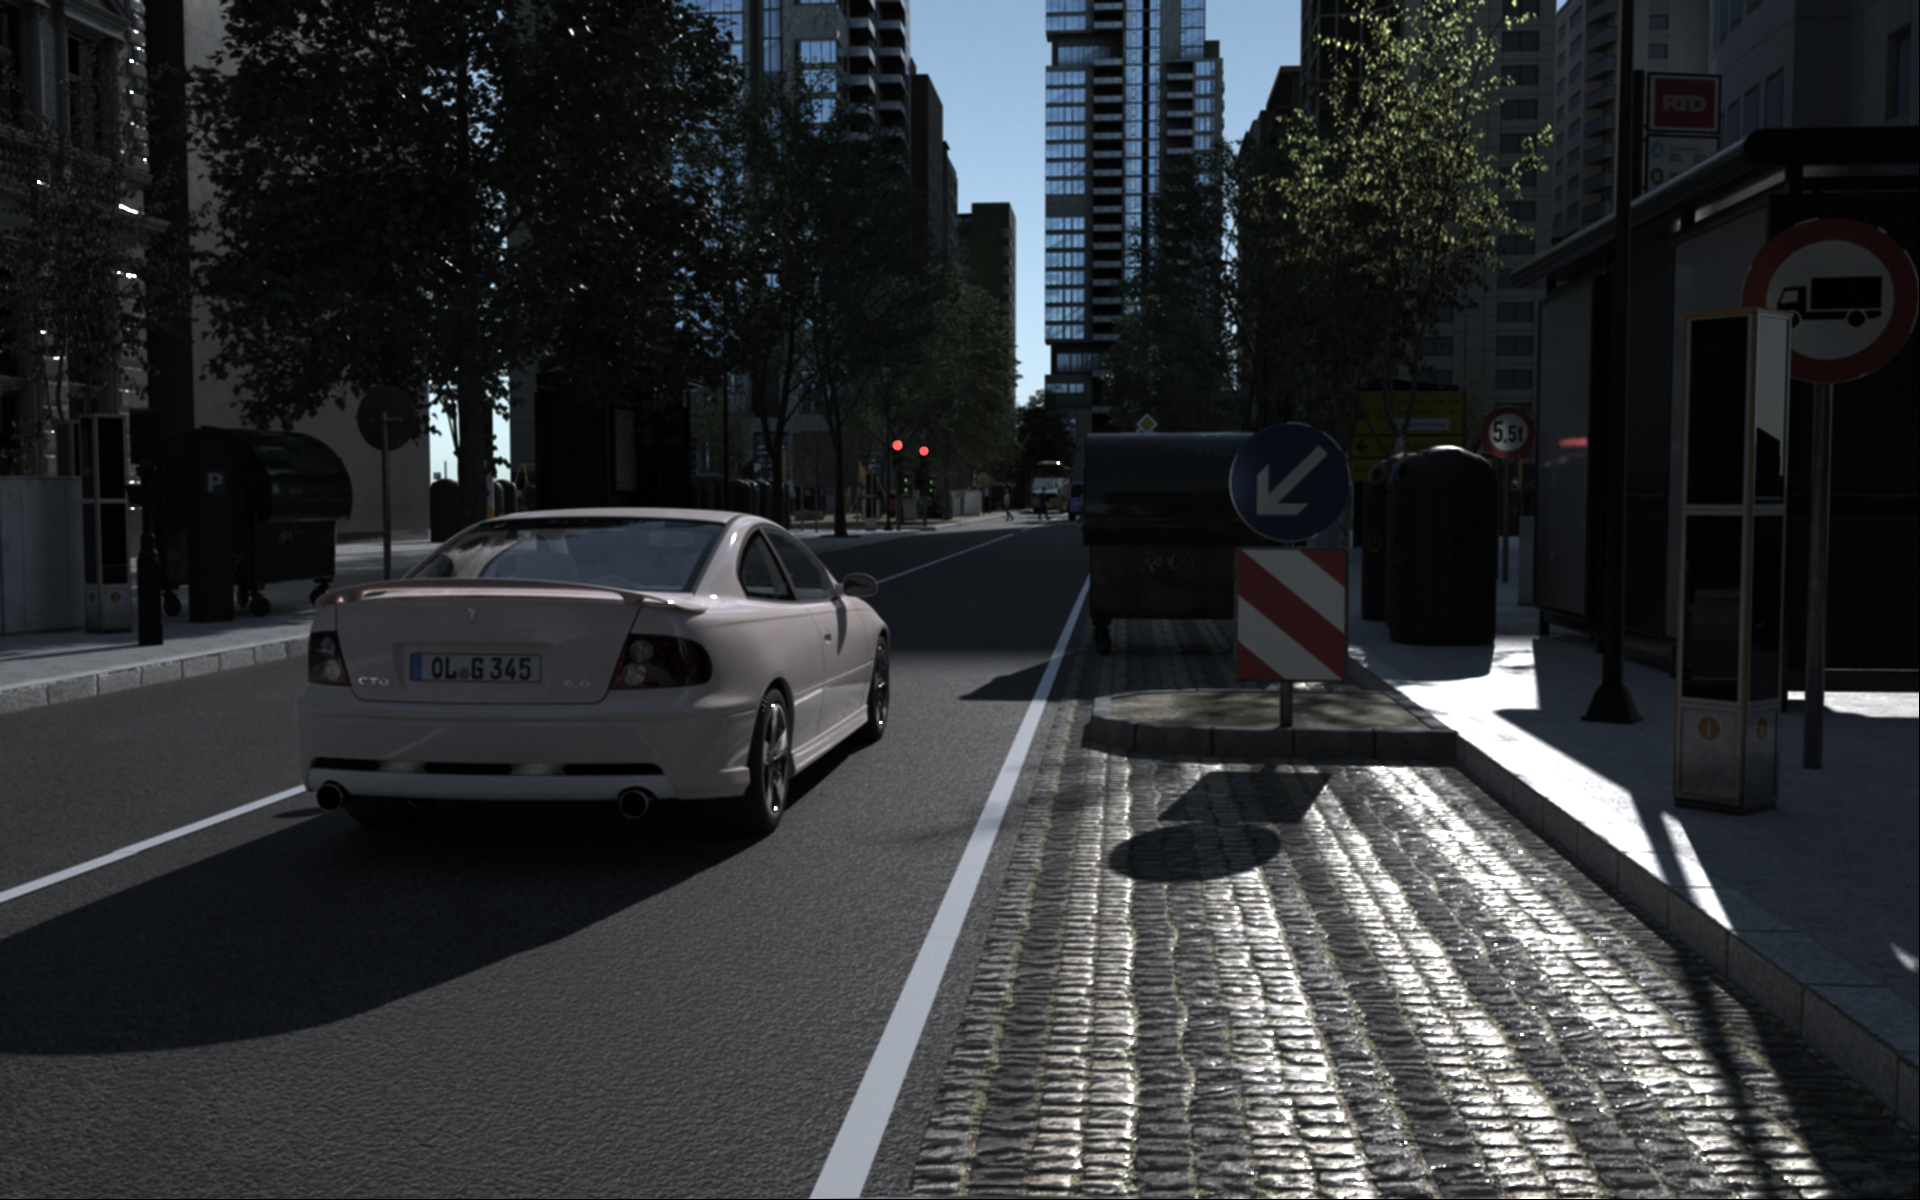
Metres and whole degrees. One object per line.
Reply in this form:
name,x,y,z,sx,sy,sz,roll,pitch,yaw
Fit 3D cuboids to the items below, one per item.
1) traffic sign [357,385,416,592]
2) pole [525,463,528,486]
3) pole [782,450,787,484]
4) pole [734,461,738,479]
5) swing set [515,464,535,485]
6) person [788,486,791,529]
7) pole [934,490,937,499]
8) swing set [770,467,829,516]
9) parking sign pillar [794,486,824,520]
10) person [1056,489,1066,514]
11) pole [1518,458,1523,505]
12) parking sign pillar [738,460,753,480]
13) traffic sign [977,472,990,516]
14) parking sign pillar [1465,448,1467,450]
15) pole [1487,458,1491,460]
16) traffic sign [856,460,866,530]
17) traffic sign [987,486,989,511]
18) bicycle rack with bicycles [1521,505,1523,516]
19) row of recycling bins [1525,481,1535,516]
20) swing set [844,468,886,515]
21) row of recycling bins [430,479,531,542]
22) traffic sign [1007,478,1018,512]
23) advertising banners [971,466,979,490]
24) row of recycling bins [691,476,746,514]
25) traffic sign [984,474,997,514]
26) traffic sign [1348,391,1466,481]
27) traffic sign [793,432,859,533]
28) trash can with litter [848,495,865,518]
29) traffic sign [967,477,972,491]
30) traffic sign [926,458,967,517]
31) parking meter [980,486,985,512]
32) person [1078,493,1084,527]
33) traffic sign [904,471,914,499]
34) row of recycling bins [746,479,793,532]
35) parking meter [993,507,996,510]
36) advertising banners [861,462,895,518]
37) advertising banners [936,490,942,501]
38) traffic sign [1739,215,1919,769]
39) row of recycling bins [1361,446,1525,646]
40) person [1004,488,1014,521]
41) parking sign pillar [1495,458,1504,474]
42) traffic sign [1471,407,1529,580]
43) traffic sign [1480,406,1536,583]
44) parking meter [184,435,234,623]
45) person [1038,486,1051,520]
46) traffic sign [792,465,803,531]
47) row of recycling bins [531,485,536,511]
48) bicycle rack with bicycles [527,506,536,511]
traffic sign,-6.731,-1.236,20.316,0.768,2.556,0.104,1,4,13
pole,-28.612,-7.373,114.398,0.158,3.312,0.155,0,3,0
pole,-8.103,-5.272,80.039,0.158,3.312,0.155,0,3,0
pole,-13.796,-6.906,106.763,0.158,3.312,0.155,0,3,0
swing set,-21.769,-5.657,90.105,3.119,2.851,2.862,2,4,26
person,-6.603,-3.457,65.205,0.511,1.800,0.466,3,4,36
pole,-1.592,-7.236,112.146,0.158,3.312,0.155,0,3,0
swing set,-9.756,-6.374,101.841,3.119,2.851,2.862,3,4,36
parking sign pillar,-7.399,-5.897,84.886,1.447,3.967,1.447,1,4,15
person,7.298,-7.103,124.990,0.716,1.782,0.532,0,4,8
pole,28.106,-5.693,86.931,0.158,3.312,0.155,0,3,0
parking sign pillar,-16.746,-8.946,134.734,1.447,3.967,1.447,-3,4,-39
traffic sign,1.354,-6.186,101.250,0.768,2.556,0.104,1,4,10
parking sign pillar,30.422,-7.034,103.472,1.447,3.967,1.447,3,5,39
pole,27.369,-5.865,89.732,0.158,3.312,0.155,0,3,0
traffic sign,-3.623,-3.736,61.080,0.884,2.594,0.081,0,4,6
traffic sign,2.153,-7.942,129.852,0.884,2.594,0.081,1,4,10
bicycle rack with bicycles,18.377,-2.774,58.736,2.852,0.926,2.925,3,5,39
row of recycling bins,18.086,-2.810,53.064,3.534,1.692,1.069,0,4,6
swing set,-5.570,-6.407,102.368,2.862,2.851,3.119,1,4,11
row of recycling bins,-13.364,-2.494,47.897,1.069,1.692,3.534,1,4,18
traffic sign,3.791,-7.589,125.270,0.795,2.450,0.064,1,4,11
advertising banners,0.215,-6.920,109.336,2.074,3.025,0.090,1,4,13
row of recycling bins,-5.919,-1.978,39.450,1.069,1.692,3.534,0,4,7
traffic sign,1.916,-6.714,109.785,0.884,2.594,0.081,0,4,7
traffic sign,8.844,-2.475,34.345,2.265,3.308,0.079,0,4,6
traffic sign,-4.456,-3.886,57.410,2.265,3.308,0.079,1,4,13
trash can with litter,-5.181,-4.965,92.240,1.678,1.210,2.233,-1,4,-18
traffic sign,0.638,-8.121,132.885,0.768,2.556,0.104,1,4,11
traffic sign,-0.765,-6.273,96.441,2.265,3.308,0.079,0,4,8
parking meter,1.576,-7.160,122.769,0.399,1.863,0.255,3,5,42
person,5.416,-4.049,75.299,0.593,1.750,0.643,-2,4,-26
traffic sign,-2.852,-5.726,93.733,0.768,2.556,0.104,1,4,11
row of recycling bins,-5.866,-2.554,48.863,1.069,1.692,3.534,1,4,14
parking meter,2.680,-7.962,138.585,0.372,1.533,0.369,0,3,0
advertising banners,-4.481,-6.024,94.679,2.074,3.025,0.090,0,4,4
advertising banners,-0.863,-8.277,131.515,2.074,3.025,0.090,1,4,15
traffic sign,3.994,-0.485,8.037,0.768,2.556,0.104,1,4,12
row of recycling bins,4.401,-0.560,16.273,1.069,1.692,3.534,1,4,8
person,2.593,-5.059,91.886,0.598,1.740,0.731,-1,4,-17
parking sign pillar,24.323,-5.475,77.986,1.447,3.967,1.447,1,4,14
traffic sign,8.049,-1.586,25.939,0.884,2.594,0.081,0,4,8
traffic sign,7.907,-1.526,25.048,0.768,2.556,0.104,1,4,12
parking meter,-7.520,-0.714,17.382,0.255,1.863,0.399,3,4,37
person,4.636,-5.321,95.269,0.755,1.850,0.659,3,4,37
traffic sign,-5.531,-3.705,60.677,0.768,2.556,0.104,1,4,15
row of recycling bins,-18.492,-4.446,79.798,3.534,1.692,1.069,-3,5,-42
bicycle rack with bicycles,-13.551,-2.465,53.689,2.852,0.926,2.925,0,4,-3
